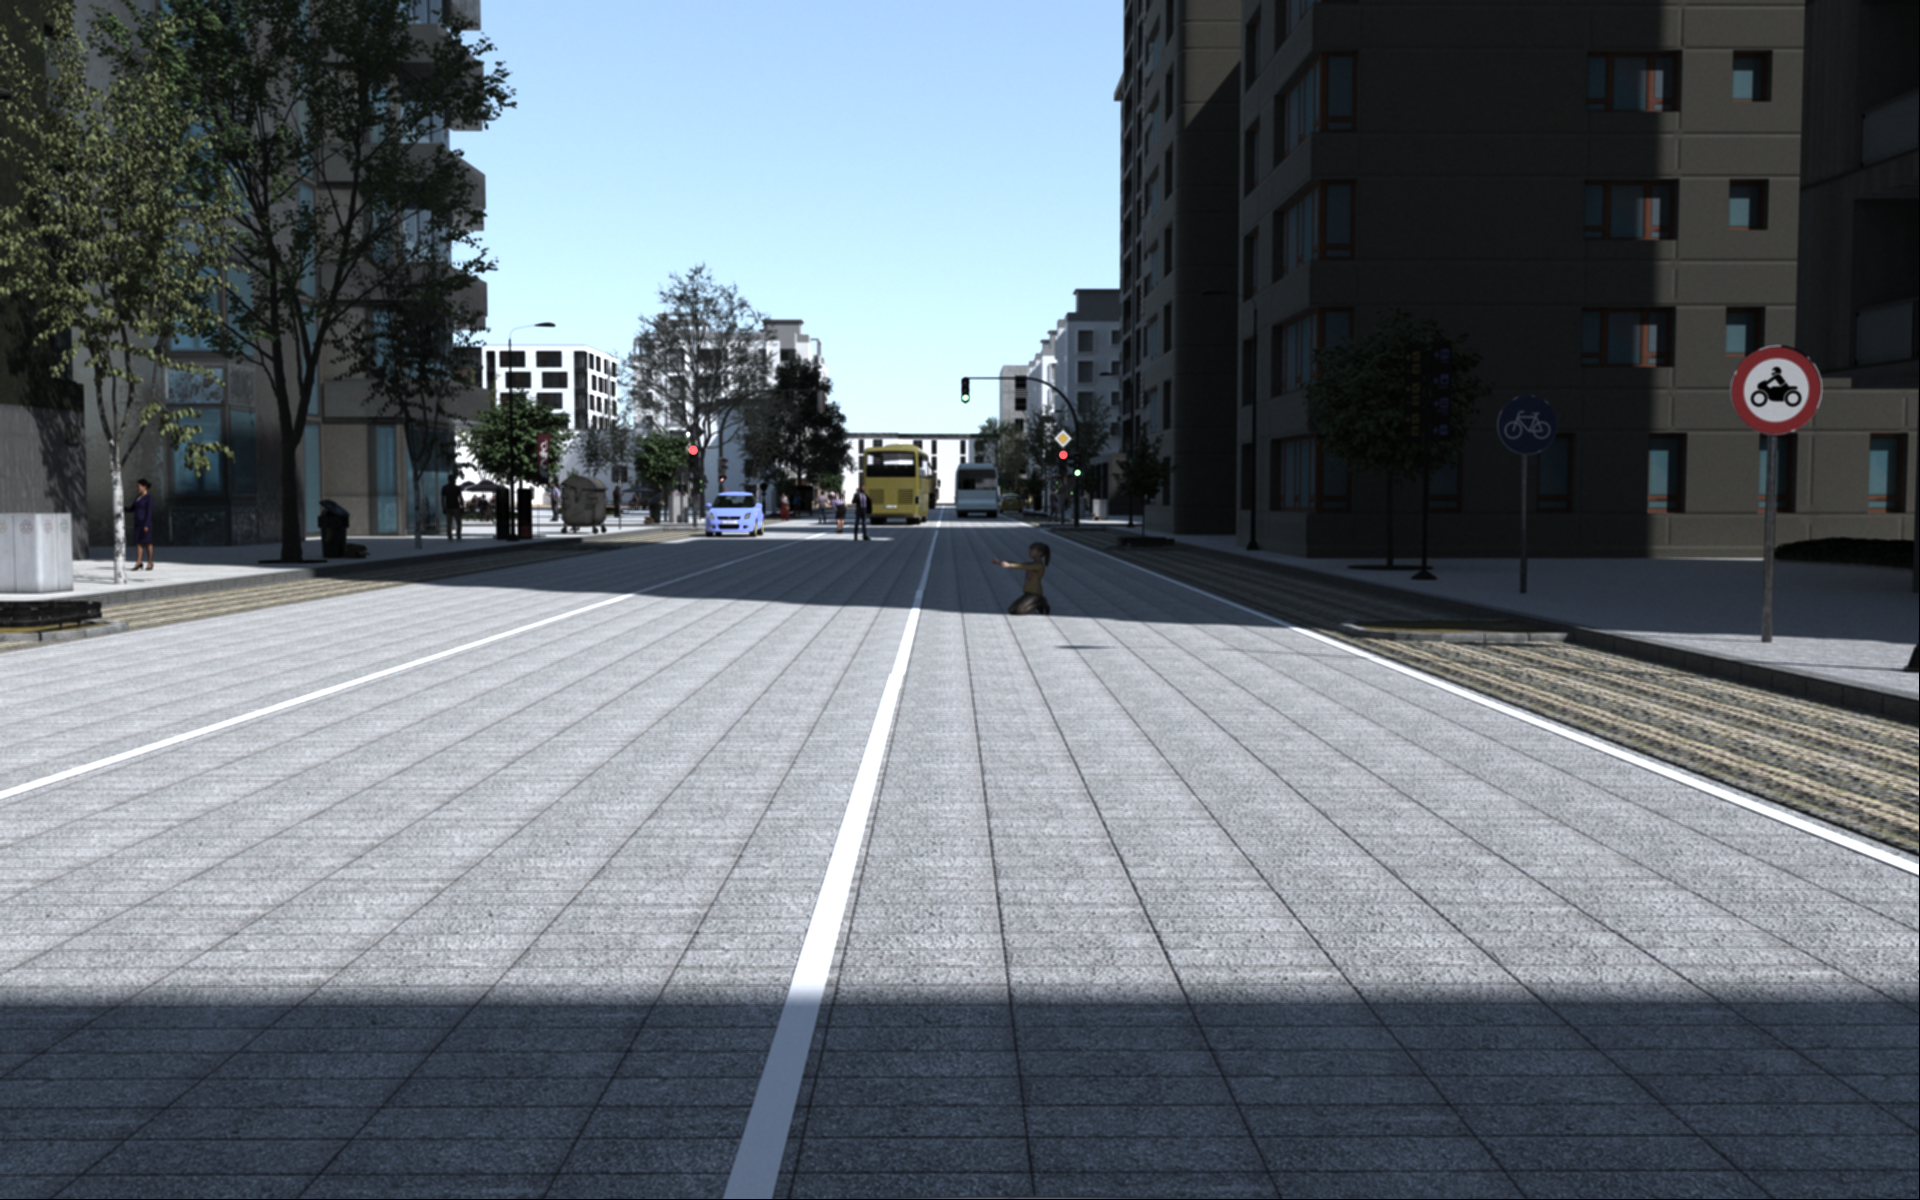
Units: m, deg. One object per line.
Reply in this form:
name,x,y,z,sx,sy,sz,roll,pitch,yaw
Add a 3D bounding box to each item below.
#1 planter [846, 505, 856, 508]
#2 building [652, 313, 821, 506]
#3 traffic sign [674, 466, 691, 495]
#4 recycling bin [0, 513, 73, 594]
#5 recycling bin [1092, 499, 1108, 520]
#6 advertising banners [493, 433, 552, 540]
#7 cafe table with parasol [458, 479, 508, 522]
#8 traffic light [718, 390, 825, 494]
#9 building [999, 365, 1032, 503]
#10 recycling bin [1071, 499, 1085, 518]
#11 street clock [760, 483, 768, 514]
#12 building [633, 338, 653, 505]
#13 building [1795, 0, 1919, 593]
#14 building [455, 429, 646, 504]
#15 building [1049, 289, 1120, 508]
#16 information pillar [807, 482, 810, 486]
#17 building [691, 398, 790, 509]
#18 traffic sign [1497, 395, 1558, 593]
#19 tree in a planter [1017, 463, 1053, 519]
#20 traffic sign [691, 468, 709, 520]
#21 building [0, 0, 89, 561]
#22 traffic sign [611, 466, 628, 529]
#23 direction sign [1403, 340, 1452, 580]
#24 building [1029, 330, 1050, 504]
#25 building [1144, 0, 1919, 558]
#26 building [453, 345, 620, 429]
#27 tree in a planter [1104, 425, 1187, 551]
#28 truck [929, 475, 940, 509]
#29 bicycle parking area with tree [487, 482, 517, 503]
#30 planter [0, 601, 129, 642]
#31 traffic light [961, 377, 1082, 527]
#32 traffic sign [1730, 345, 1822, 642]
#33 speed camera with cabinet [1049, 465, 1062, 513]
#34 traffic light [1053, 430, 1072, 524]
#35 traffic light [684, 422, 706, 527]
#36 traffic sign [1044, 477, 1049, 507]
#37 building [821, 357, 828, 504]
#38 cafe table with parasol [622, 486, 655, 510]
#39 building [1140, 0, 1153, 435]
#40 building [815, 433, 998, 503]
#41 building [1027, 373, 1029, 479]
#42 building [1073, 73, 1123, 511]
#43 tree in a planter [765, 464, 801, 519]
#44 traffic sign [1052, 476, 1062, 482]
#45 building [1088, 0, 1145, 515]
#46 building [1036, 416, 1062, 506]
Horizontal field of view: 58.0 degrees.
planter,-10.836,-9.549,177.271,1.991,0.319,1.994,0,4,0
building,-23.598,-20.105,185.136,16.016,20.091,11.380,0,4,0
traffic sign,-12.460,-4.749,77.752,0.768,2.556,0.104,0,4,7
recycling bin,-12.131,-0.616,22.628,0.722,1.027,0.722,0,4,6
recycling bin,6.886,-4.435,85.061,0.722,1.027,0.722,1,4,8
advertising banners,-12.388,-3.239,49.138,0.090,3.025,2.074,3,4,38
cafe table with parasol,-25.508,-5.207,89.995,2.610,1.966,2.610,3,5,44
traffic light,-8.271,-6.159,75.361,4.771,5.953,1.251,0,4,0
building,21.552,-23.189,245.597,31.486,18.905,16.747,0,4,0
recycling bin,6.334,-4.924,93.058,0.722,1.027,0.722,0,4,7
street clock,-12.738,-6.599,112.461,0.471,2.002,0.358,-1,4,-11
building,-33.768,-21.982,215.822,11.380,20.091,16.016,0,4,0
building,17.757,-20.478,18.417,14.154,41.232,14.086,0,4,0
building,-53.739,-16.934,219.012,28.070,9.664,9.099,0,4,0
building,17.155,-18.894,165.340,16.016,20.091,11.380,0,4,0
information pillar,-12.881,-9.537,147.284,0.183,3.616,0.504,-3,4,-36
building,-20.709,-13.677,165.760,9.099,9.664,28.070,0,4,0
traffic sign,7.298,-1.362,22.367,0.768,2.556,0.104,0,4,3
tree in a planter,4.316,-6.293,100.119,1.991,3.239,1.994,0,4,0
traffic sign,-12.655,-5.150,84.210,0.884,2.594,0.081,0,4,6
building,-24.065,-15.563,26.161,14.160,30.474,14.107,0,4,0
traffic sign,-12.352,-3.715,62.864,0.606,2.300,0.079,0,4,8
direction sign,6.985,-2.078,25.964,0.379,3.537,0.876,-2,4,-34
building,16.750,-21.323,205.057,16.016,20.091,11.380,0,4,0
building,20.641,-12.443,48.478,27.650,21.520,28.899,0,4,0
building,-67.468,-24.863,250.476,32.646,21.610,27.936,0,4,0
tree in a planter,4.727,-2.894,44.544,1.991,3.239,1.994,0,4,0
truck,-3.739,-10.796,172.434,3.469,3.379,9.791,0,3,0
bicycle parking area with tree,-40.073,-9.355,139.954,8.231,4.147,9.016,-1,4,-15
planter,-9.649,0.220,17.548,1.991,0.319,1.994,0,4,0
traffic light,2.427,-5.665,67.295,4.771,5.953,1.251,0,4,0
traffic sign,6.991,-0.907,14.929,0.768,2.556,0.104,0,4,4
speed camera with cabinet,6.404,-7.411,115.499,0.660,3.252,2.038,0,4,-7
traffic light,4.459,-5.291,75.436,0.839,4.253,0.868,0,4,0
traffic light,-10.303,-4.795,67.326,0.839,4.253,0.868,0,4,0
traffic sign,6.466,-7.890,129.001,0.884,2.594,0.081,0,4,5
building,-22.389,-21.995,216.029,11.380,20.091,16.016,0,4,0
cafe table with parasol,-25.878,-8.228,139.395,2.610,1.966,2.610,0,4,-6
building,16.637,-24.590,85.634,14.086,41.232,14.154,0,4,0
building,-8.550,-18.310,241.519,28.070,9.664,9.099,0,4,0
building,16.457,-22.054,216.995,16.016,20.091,11.380,0,4,0
building,25.647,-27.308,138.364,32.217,40.220,23.993,0,4,0
tree in a planter,-10.266,-6.321,100.574,1.991,3.239,1.994,0,4,0
traffic sign,6.620,-7.300,119.455,0.768,2.556,0.104,0,4,4
building,19.172,-40.910,107.125,20.563,71.187,20.611,0,4,0
building,13.344,-14.894,185.663,9.099,9.664,28.070,0,4,0
